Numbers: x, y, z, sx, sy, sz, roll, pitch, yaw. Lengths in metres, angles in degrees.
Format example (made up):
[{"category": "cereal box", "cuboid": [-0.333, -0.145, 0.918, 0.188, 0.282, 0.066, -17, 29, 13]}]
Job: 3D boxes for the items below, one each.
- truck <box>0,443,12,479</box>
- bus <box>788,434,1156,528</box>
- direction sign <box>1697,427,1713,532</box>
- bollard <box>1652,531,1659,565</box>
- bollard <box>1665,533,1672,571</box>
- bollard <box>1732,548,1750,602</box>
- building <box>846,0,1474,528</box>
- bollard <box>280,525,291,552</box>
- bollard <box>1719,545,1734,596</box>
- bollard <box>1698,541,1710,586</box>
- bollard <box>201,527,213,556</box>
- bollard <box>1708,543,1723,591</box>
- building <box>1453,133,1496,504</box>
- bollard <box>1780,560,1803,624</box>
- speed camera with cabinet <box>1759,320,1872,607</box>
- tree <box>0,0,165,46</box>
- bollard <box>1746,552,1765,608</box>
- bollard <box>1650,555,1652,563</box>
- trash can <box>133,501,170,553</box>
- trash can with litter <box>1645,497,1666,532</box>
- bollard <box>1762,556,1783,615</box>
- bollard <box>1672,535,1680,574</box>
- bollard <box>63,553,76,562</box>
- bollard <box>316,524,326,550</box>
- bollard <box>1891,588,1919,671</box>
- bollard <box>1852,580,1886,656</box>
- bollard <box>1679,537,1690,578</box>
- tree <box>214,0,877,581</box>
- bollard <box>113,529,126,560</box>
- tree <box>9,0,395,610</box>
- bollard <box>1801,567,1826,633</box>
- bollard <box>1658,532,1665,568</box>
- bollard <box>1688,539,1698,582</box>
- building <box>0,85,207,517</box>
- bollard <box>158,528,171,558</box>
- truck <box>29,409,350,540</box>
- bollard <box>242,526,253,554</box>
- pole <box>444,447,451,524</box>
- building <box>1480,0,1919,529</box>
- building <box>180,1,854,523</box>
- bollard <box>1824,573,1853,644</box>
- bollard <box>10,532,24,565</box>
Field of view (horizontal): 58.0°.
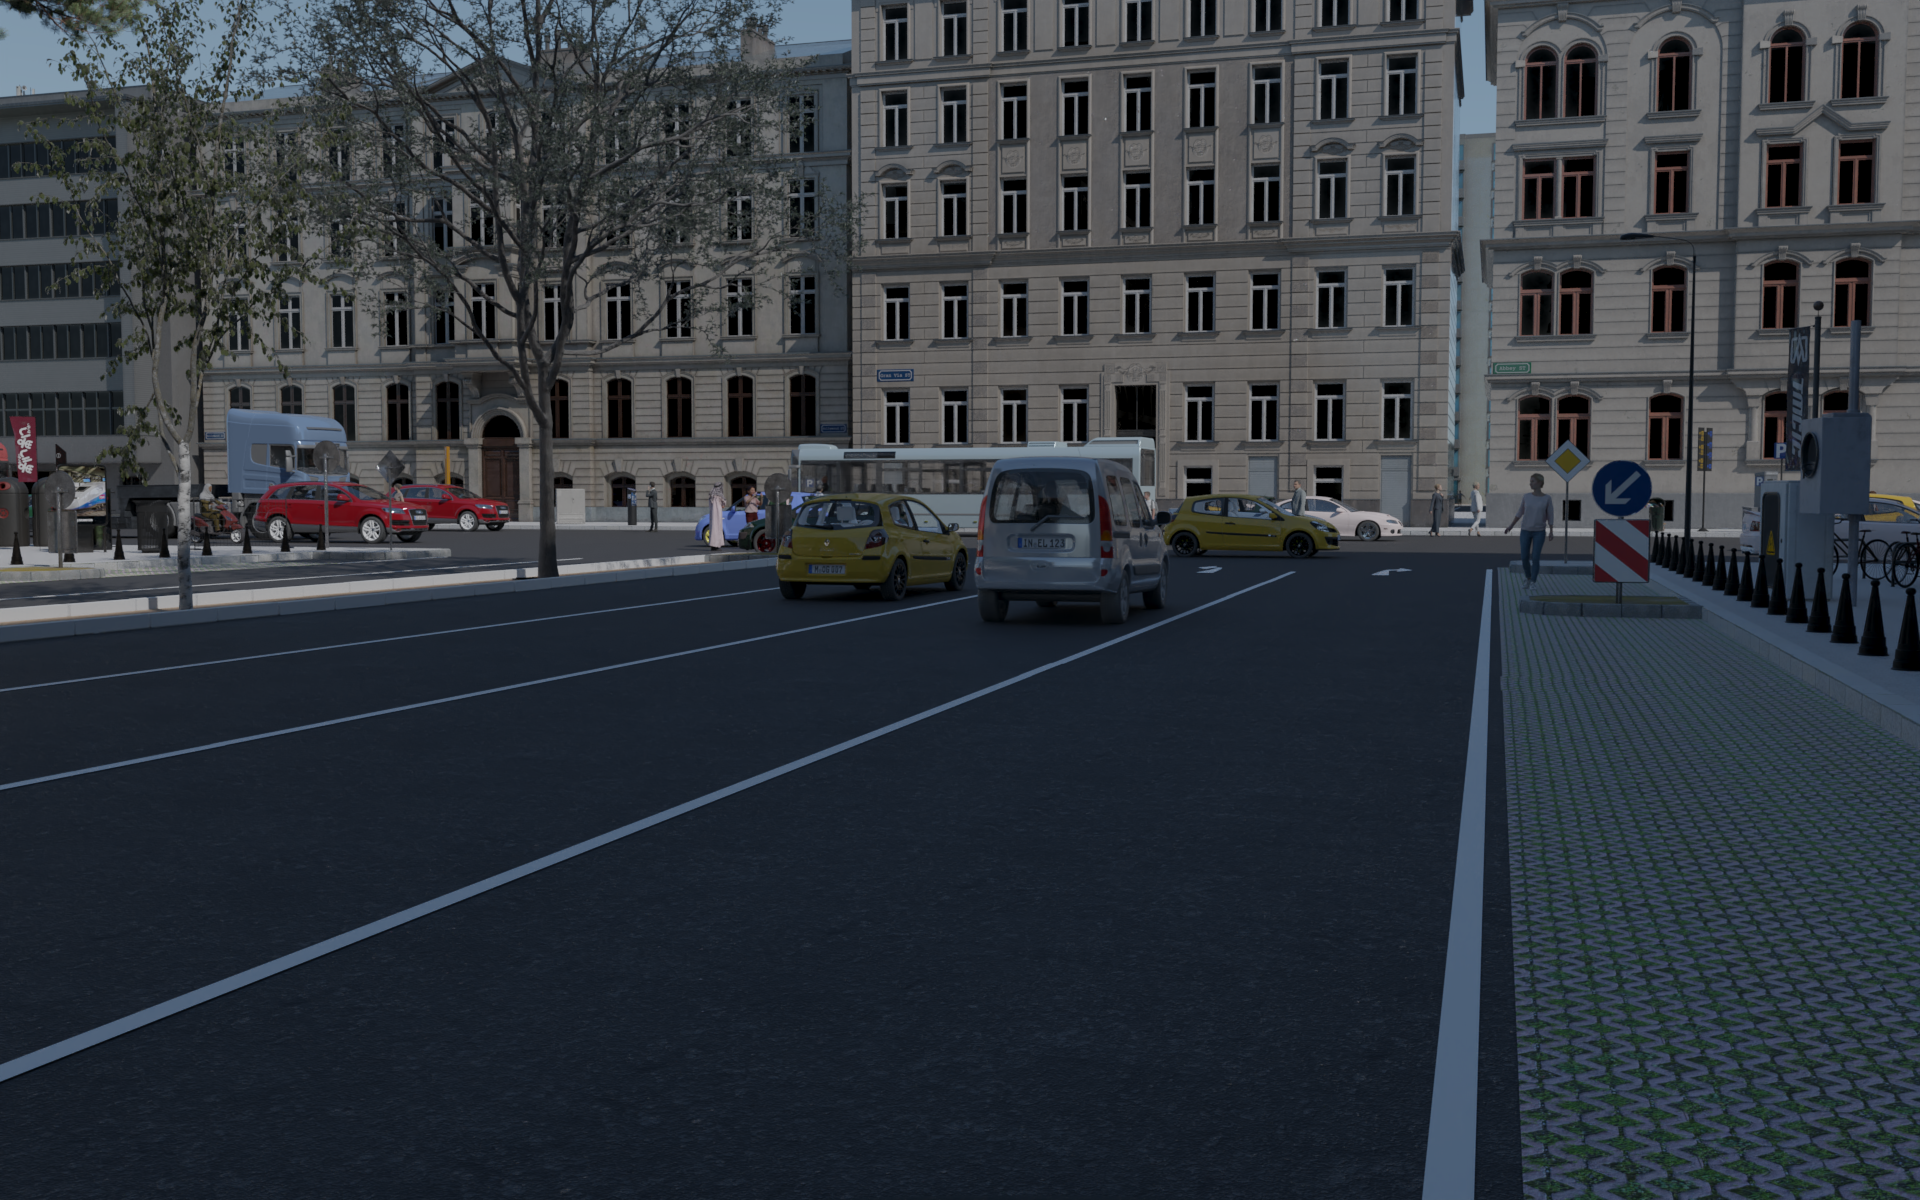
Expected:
[{"category": "truck", "cuboid": [-46.791, -5.375, 76.803, 11.283, 4.237, 2.839, 1, 4, 18]}, {"category": "bus", "cuboid": [-0.124, -3.913, 58.843, 13.247, 3.499, 2.948, 1, 4, 18]}, {"category": "direction sign", "cuboid": [25.389, -4.103, 59.083, 0.876, 3.537, 0.379, -3, 4, -37]}, {"category": "bollard", "cuboid": [12.634, -0.925, 31.163, 0.229, 0.601, 0.229, 0, 3, 0]}, {"category": "bollard", "cuboid": [11.921, -0.783, 28.844, 0.229, 0.601, 0.229, 0, 3, 0]}, {"category": "bollard", "cuboid": [9.427, -0.288, 20.748, 0.229, 0.601, 0.229, 0, 3, 0]}, {"category": "building", "cuboid": [8.664, -16.932, 74.104, 25.104, 27.353, 12.463, 1, 4, 17]}, {"category": "bollard", "cuboid": [-14.959, -1.367, 38.390, 0.229, 0.601, 0.229, 0, 3, 0]}, {"category": "bollard", "cuboid": [9.781, -0.358, 21.902, 0.229, 0.601, 0.229, 0, 3, 0]}, {"category": "bollard", "cuboid": [10.494, -0.500, 24.210, 0.229, 0.601, 0.229, 0, 3, 0]}, {"category": "bollard", "cuboid": [-15.679, -1.224, 36.049, 0.229, 0.601, 0.229, 0, 3, 0]}, {"category": "bollard", "cuboid": [10.135, -0.429, 23.056, 0.229, 0.601, 0.229, 0, 3, 0]}, {"category": "building", "cuboid": [58.599, -37.362, 230.476, 30.456, 49.044, 23.786, 1, 4, 17]}, {"category": "bollard", "cuboid": [8.340, -0.073, 17.235, 0.229, 0.601, 0.229, 0, 3, 0]}, {"category": "speed camera with cabinet", "cuboid": [10.112, -1.602, 20.529, 0.660, 3.252, 2.038, 0, 4, 8]}, {"category": "tree", "cuboid": [-11.211, -6.394, 14.426, 7.806, 13.903, 7.818, 0, 3, 0]}, {"category": "bollard", "cuboid": [9.062, -0.216, 19.581, 0.229, 0.601, 0.229, 0, 3, 0]}, {"category": "bollard", "cuboid": [12.998, -0.996, 32.326, 0.229, 0.601, 0.229, 0, 3, 0]}, {"category": "trash can", "cuboid": [-17.565, -1.591, 37.666, 0.748, 1.137, 0.748, 0, 3, 0]}, {"category": "trash can with litter", "cuboid": [23.809, -2.928, 59.255, 0.624, 1.170, 1.055, 2, 4, 28]}, {"category": "bollard", "cuboid": [8.704, -0.145, 18.409, 0.229, 0.601, 0.229, 0, 3, 0]}, {"category": "bollard", "cuboid": [11.562, -0.712, 27.680, 0.229, 0.601, 0.229, 0, 3, 0]}, {"category": "bollard", "cuboid": [-16.754, -1.010, 32.559, 0.229, 0.601, 0.229, 0, 3, 0]}, {"category": "bollard", "cuboid": [-14.595, -1.438, 39.550, 0.229, 0.601, 0.229, 0, 3, 0]}, {"category": "bollard", "cuboid": [6.917, 0.210, 12.614, 0.229, 0.601, 0.229, 0, 3, 0]}, {"category": "bollard", "cuboid": [7.272, 0.139, 13.774, 0.229, 0.601, 0.229, 0, 3, 0]}, {"category": "bollard", "cuboid": [11.199, -0.641, 26.527, 0.229, 0.601, 0.229, 0, 3, 0]}, {"category": "tree", "cuboid": [-6.851, -7.057, 28.213, 12.009, 13.543, 11.850, 0, 3, 0]}, {"category": "bollard", "cuboid": [-16.386, -1.082, 33.740, 0.229, 0.601, 0.229, 0, 3, 0]}, {"category": "tree", "cuboid": [-9.069, -4.133, 20.392, 4.360, 8.622, 3.978, 0, 3, 0]}, {"category": "bollard", "cuboid": [7.987, -0.002, 16.080, 0.229, 0.601, 0.229, 0, 3, 0]}, {"category": "bollard", "cuboid": [12.274, -0.854, 29.998, 0.229, 0.601, 0.229, 0, 3, 0]}, {"category": "bollard", "cuboid": [10.848, -0.571, 25.372, 0.229, 0.601, 0.229, 0, 3, 0]}, {"category": "building", "cuboid": [-50.872, -16.770, 93.264, 30.058, 24.678, 14.314, 1, 4, 17]}, {"category": "bollard", "cuboid": [-16.032, -1.153, 34.894, 0.229, 0.601, 0.229, 0, 3, 0]}, {"category": "truck", "cuboid": [-28.102, -4.130, 57.281, 18.799, 4.110, 2.967, 1, 4, 18]}, {"category": "bollard", "cuboid": [-15.318, -1.295, 37.208, 0.229, 0.601, 0.229, 0, 3, 0]}, {"category": "pole", "cuboid": [-22.023, -4.930, 74.449, 0.158, 3.312, 0.155, 0, 3, 0]}, {"category": "building", "cuboid": [32.359, -17.124, 67.367, 23.554, 28.519, 14.401, 1, 4, 17]}, {"category": "building", "cuboid": [-19.482, -16.228, 84.407, 34.723, 24.649, 14.460, 1, 4, 17]}, {"category": "bollard", "cuboid": [7.629, 0.068, 14.928, 0.229, 0.601, 0.229, 0, 3, 0]}, {"category": "bollard", "cuboid": [-17.110, -0.940, 31.405, 0.229, 0.601, 0.229, 0, 3, 0]}]
